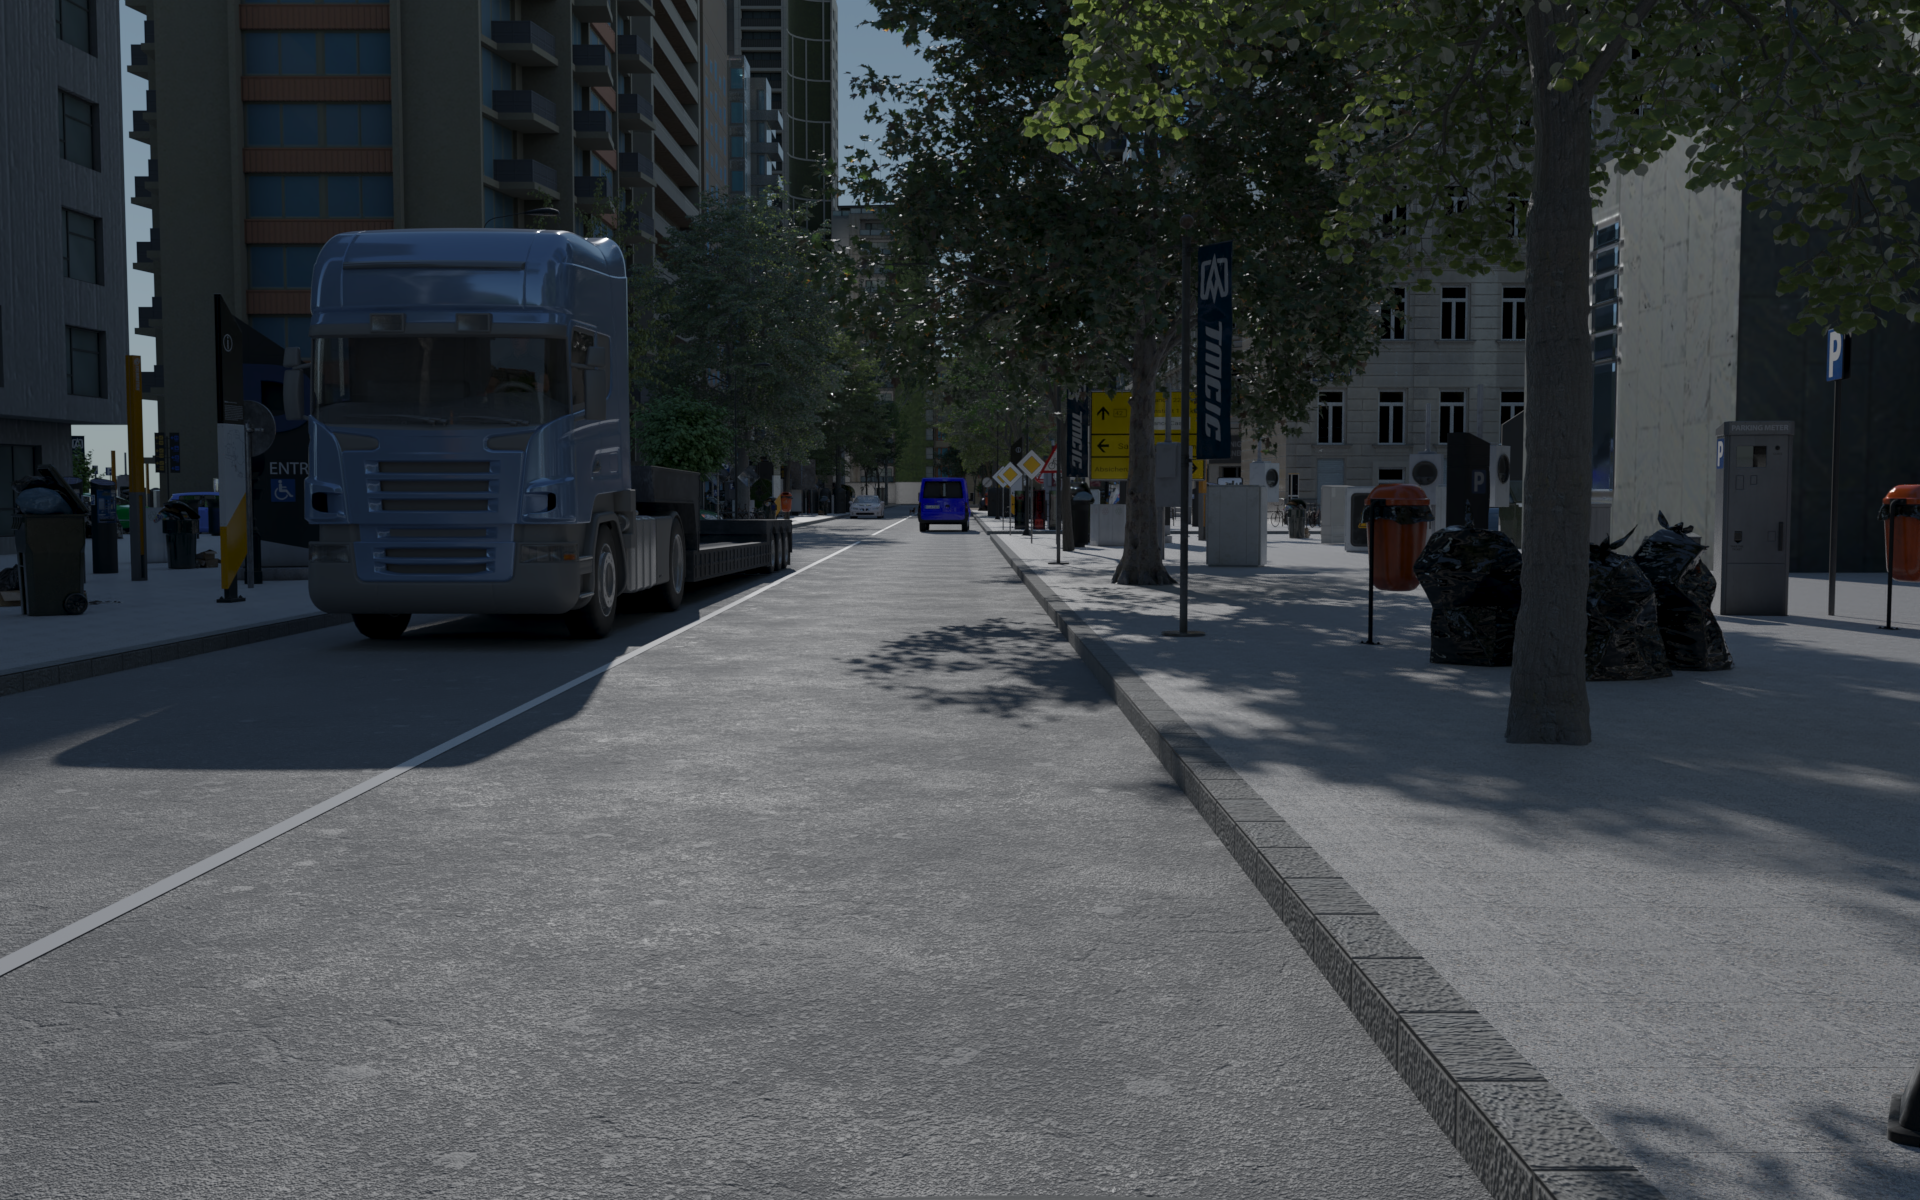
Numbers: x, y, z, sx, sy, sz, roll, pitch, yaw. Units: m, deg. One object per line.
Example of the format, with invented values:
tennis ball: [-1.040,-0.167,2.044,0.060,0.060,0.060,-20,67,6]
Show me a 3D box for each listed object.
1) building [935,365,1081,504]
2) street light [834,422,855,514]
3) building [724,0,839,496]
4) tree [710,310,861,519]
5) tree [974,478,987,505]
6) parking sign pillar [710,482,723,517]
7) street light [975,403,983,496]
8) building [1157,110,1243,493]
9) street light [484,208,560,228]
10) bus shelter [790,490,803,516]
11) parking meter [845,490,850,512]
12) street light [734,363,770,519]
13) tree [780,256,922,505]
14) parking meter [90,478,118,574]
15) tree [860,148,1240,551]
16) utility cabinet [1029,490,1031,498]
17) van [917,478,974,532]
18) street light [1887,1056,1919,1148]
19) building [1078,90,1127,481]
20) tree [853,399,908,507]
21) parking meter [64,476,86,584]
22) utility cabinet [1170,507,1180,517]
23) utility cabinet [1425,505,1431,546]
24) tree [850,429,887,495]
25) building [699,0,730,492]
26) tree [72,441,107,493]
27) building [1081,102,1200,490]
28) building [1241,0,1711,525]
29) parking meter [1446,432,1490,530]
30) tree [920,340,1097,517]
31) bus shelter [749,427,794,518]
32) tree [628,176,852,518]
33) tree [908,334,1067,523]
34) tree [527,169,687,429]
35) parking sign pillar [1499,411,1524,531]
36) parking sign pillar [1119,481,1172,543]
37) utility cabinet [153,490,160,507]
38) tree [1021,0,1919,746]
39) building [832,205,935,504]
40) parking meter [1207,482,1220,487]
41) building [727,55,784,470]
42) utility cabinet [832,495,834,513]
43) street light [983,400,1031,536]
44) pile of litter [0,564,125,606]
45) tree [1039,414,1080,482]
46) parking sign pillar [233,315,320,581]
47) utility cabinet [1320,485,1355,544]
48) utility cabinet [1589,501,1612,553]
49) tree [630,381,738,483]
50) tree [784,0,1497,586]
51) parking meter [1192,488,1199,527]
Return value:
building: [11.110,-24.450,244.796,28.899,21.520,27.650,0,4,0]
street light: [-7.429,-8.506,111.606,1.470,5.913,1.316,0,4,0]
building: [-27.723,-49.055,240.293,20.611,71.187,20.563,0,4,0]
tree: [-8.533,-9.177,84.464,8.767,10.594,7.601,0,4,1]
tree: [2.453,-12.857,204.809,1.663,3.219,1.824,0,3,0]
parking sign pillar: [-13.122,-6.387,92.907,1.447,3.967,1.447,-1,4,-10]
street light: [1.348,-6.987,86.775,1.470,5.913,1.316,0,4,0]
building: [21.588,-20.636,113.815,17.030,29.872,44.131,0,4,0]
street light: [-7.203,-3.409,28.284,1.470,5.913,1.316,0,4,0]
bus shelter: [-10.054,-6.766,104.541,2.014,3.302,5.546,0,4,0]
parking meter: [-7.851,-6.878,120.868,0.372,1.533,0.369,0,3,0]
street light: [-7.411,-5.436,61.421,1.470,5.913,1.316,0,4,0]
tree: [-7.944,-17.116,135.737,12.611,20.169,13.585,0,3,0]
parking meter: [-13.824,-1.197,27.977,0.372,1.533,0.369,0,3,0]
tree: [2.463,-6.393,38.938,8.767,10.594,7.601,0,4,1]
utility cabinet: [4.144,-5.779,103.168,1.173,1.500,0.318,2,4,31]
van: [-0.583,-3.855,67.409,2.240,2.365,5.245,0,4,1]
street light: [1.484,-1.881,3.301,1.470,5.913,1.316,0,4,0]
building: [23.669,-32.538,186.625,22.147,44.769,28.867,0,4,0]
tree: [-8.441,-15.365,176.966,9.928,11.665,9.643,0,3,0]
parking meter: [-12.735,-1.001,24.773,0.372,1.533,0.369,0,3,0]
utility cabinet: [11.851,-5.252,97.026,1.020,1.237,0.306,0,4,1]
utility cabinet: [10.953,-1.810,40.754,1.020,1.237,0.306,3,5,43]
tree: [-8.487,-13.380,169.119,4.360,8.622,3.978,0,3,0]
building: [-26.979,-30.157,143.171,14.600,45.320,14.200,0,4,0]
tree: [-32.130,-4.213,63.490,1.663,3.219,1.824,0,3,0]
building: [23.339,-51.542,155.381,22.319,86.520,31.000,0,4,0]
building: [25.646,-17.123,77.231,25.104,27.353,12.463,0,4,0]
parking meter: [4.858,-0.665,16.579,0.399,1.863,0.255,-3,4,-39]
tree: [2.997,-11.311,95.301,12.009,13.543,11.850,0,3,0]
bus shelter: [-10.699,-7.226,95.785,2.179,5.291,8.768,0,3,0]
tree: [-8.845,-9.954,69.399,9.857,13.997,8.962,0,3,0]
tree: [2.656,-9.250,76.994,9.928,11.665,9.643,0,3,0]
tree: [-8.555,-5.494,40.186,4.737,8.622,4.395,0,3,0]
parking sign pillar: [14.854,-3.484,45.438,1.447,3.967,1.447,1,4,11]
parking sign pillar: [4.870,-3.491,45.549,1.447,3.967,1.447,-1,4,-17]
utility cabinet: [-45.374,-5.513,98.810,0.318,1.500,1.173,2,4,31]
tree: [2.867,-5.562,9.060,7.486,12.596,7.792,0,3,0]
building: [-10.366,-33.885,237.618,14.086,41.232,14.154,0,4,0]
parking meter: [5.450,-1.748,36.998,0.372,1.533,0.369,0,3,0]
building: [-34.973,-34.856,189.512,30.456,49.044,23.786,0,4,0]
utility cabinet: [-8.517,-6.478,117.072,0.306,1.237,1.020,2,4,29]
street light: [1.531,-4.936,53.242,1.470,5.913,1.316,0,4,0]
pile of litter: [-10.769,-0.381,20.195,1.719,0.858,1.176,1,4,9]
tree: [8.065,-11.066,131.295,4.737,8.622,4.395,0,3,0]
parking sign pillar: [-10.272,-2.308,26.206,1.447,3.967,1.447,-2,4,-23]
utility cabinet: [9.704,-2.180,44.329,0.318,1.500,1.173,3,5,44]
utility cabinet: [5.794,-0.312,16.271,0.306,1.237,1.020,3,5,40]
tree: [-8.173,-4.095,50.661,4.285,4.588,4.351,0,3,0]
tree: [2.598,-6.562,24.299,9.611,12.733,9.660,0,3,0]
parking meter: [9.271,-3.634,67.824,0.372,1.533,0.369,0,3,0]
